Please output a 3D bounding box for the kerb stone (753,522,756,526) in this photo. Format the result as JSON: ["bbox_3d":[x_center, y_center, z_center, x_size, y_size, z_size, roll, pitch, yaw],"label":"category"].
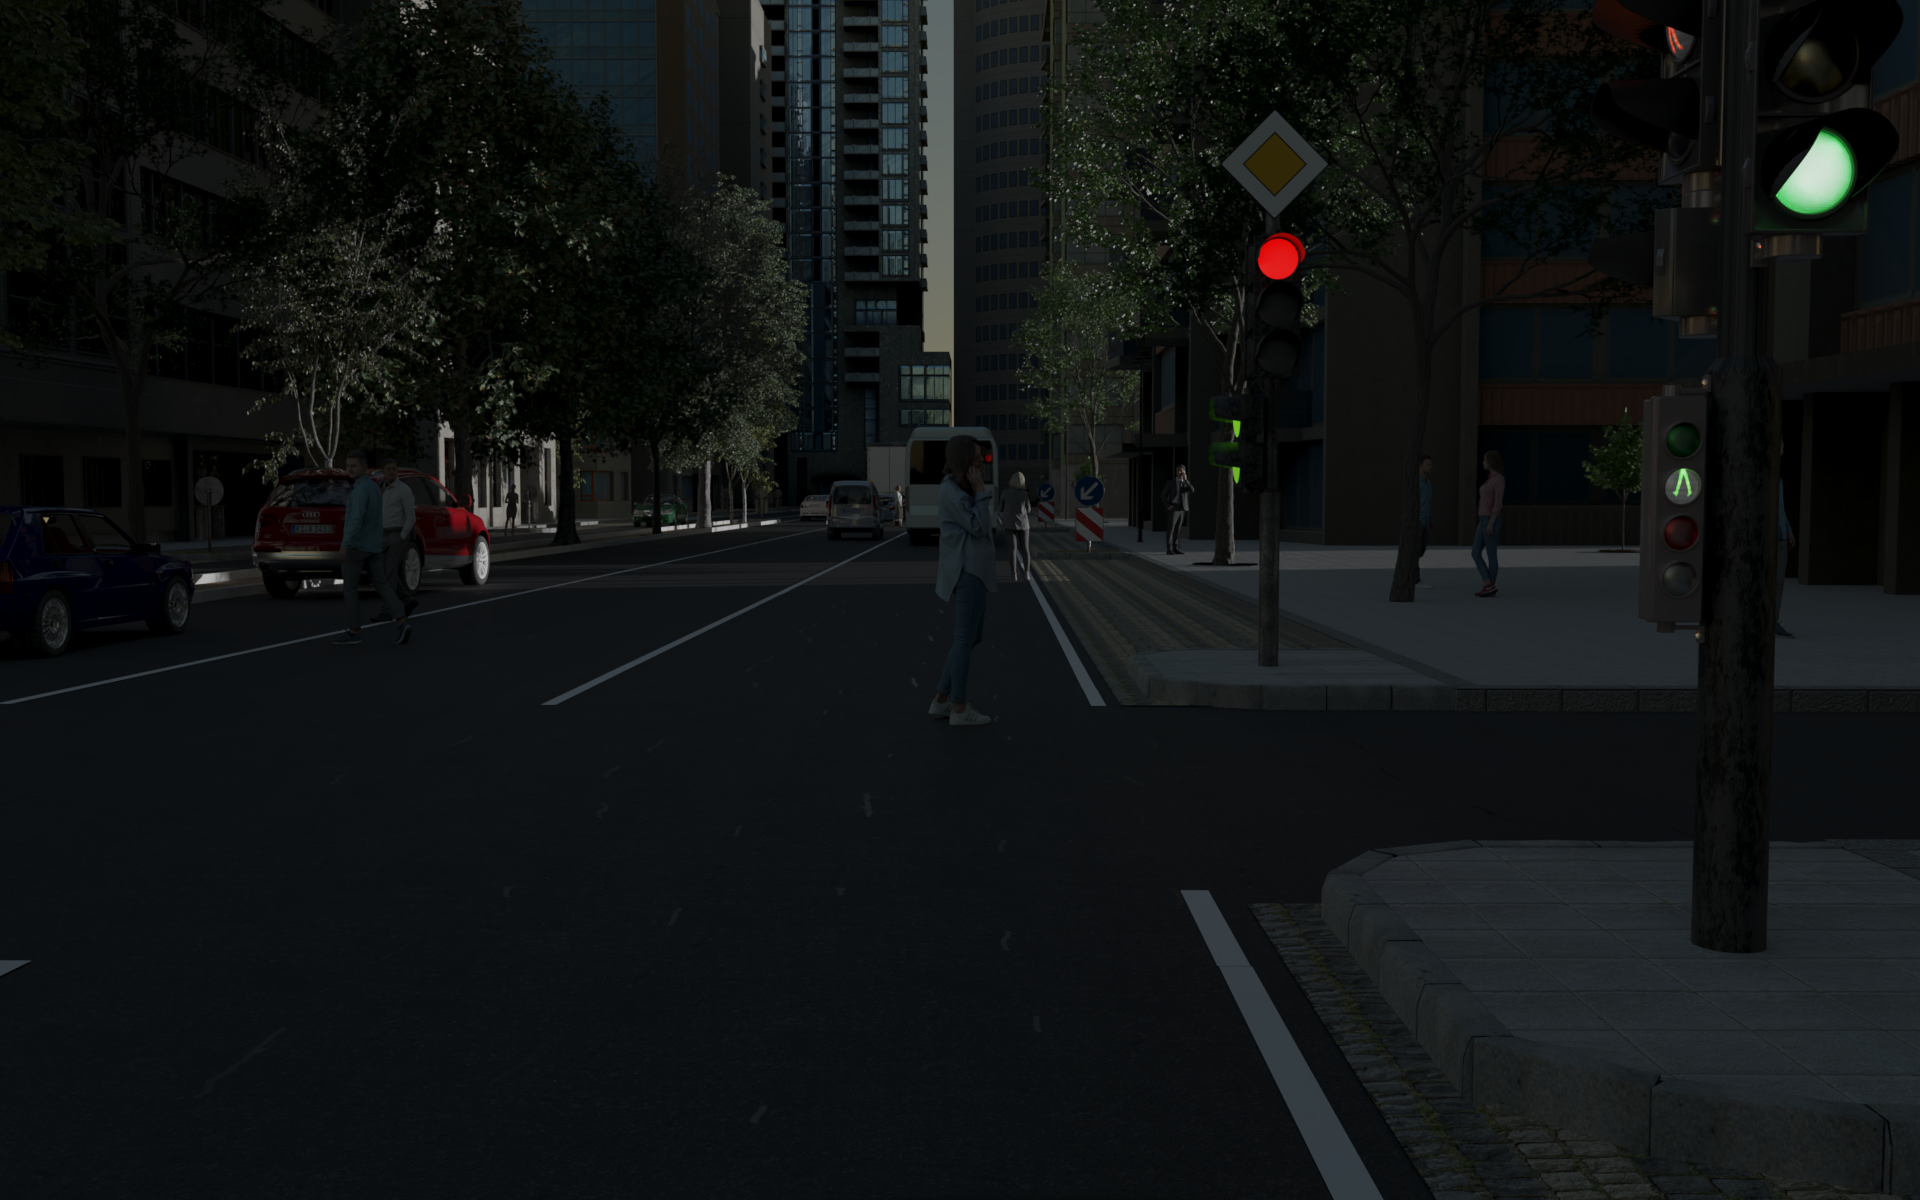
[{"bbox_3d":[-9.265,-3.334,76.704,0.120,0.150,1.000,0,4,1],"label":"kerb stone"}]

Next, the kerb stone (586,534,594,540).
[{"bbox_3d":[-11.709,-1.952,54.149,0.120,0.150,1.000,0,4,1],"label":"kerb stone"}]

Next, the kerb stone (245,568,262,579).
[{"bbox_3d":[-12.093,-0.452,29.580,0.120,0.150,1.000,0,4,1],"label":"kerb stone"}]

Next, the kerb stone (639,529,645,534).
[{"bbox_3d":[-11.577,-2.456,62.354,0.120,0.150,1.000,0,4,1],"label":"kerb stone"}]

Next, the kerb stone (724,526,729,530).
[{"bbox_3d":[-9.390,-2.832,68.495,0.120,0.150,1.000,0,4,1],"label":"kerb stone"}]

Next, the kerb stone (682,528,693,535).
[{"bbox_3d":[-9.522,-2.325,60.280,0.120,0.150,1.000,0,4,1],"label":"kerb stone"}]

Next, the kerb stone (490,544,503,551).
[{"bbox_3d":[-11.859,-1.328,43.909,0.120,0.150,1.000,0,4,1],"label":"kerb stone"}]

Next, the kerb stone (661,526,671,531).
[{"bbox_3d":[-11.512,-2.769,67.467,0.120,0.150,1.000,0,4,1],"label":"kerb stone"}]

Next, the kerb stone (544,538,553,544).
[{"bbox_3d":[-11.787,-1.640,49.031,0.120,0.150,1.000,0,4,1],"label":"kerb stone"}]

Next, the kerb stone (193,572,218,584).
[{"bbox_3d":[-12.113,-0.327,27.535,0.120,0.150,1.000,0,4,1],"label":"kerb stone"}]

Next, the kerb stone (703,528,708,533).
[{"bbox_3d":[-9.467,-2.517,63.351,0.120,0.150,1.000,0,4,1],"label":"kerb stone"}]

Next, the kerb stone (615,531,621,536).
[{"bbox_3d":[-11.648,-2.205,58.250,0.120,0.150,1.000,0,4,1],"label":"kerb stone"}]

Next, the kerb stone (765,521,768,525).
[{"bbox_3d":[-9.214,-3.582,80.823,0.120,0.150,1.000,0,4,1],"label":"kerb stone"}]

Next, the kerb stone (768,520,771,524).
[{"bbox_3d":[-9.193,-3.649,81.854,0.120,0.150,1.000,0,4,1],"label":"kerb stone"}]

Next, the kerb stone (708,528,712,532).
[{"bbox_3d":[-9.461,-2.580,64.380,0.120,0.150,1.000,0,4,1],"label":"kerb stone"}]

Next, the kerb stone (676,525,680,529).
[{"bbox_3d":[-11.476,-2.895,69.531,0.120,0.150,1.000,0,4,1],"label":"kerb stone"}]

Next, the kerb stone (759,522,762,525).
[{"bbox_3d":[-9.238,-3.460,78.762,0.120,0.150,1.000,0,4,1],"label":"kerb stone"}]

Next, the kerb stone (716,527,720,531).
[{"bbox_3d":[-9.424,-2.704,66.435,0.120,0.150,1.000,0,4,1],"label":"kerb stone"}]

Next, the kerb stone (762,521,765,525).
[{"bbox_3d":[-9.222,-3.520,79.801,0.120,0.150,1.000,0,4,1],"label":"kerb stone"}]

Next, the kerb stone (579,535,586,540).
[{"bbox_3d":[-11.725,-1.892,53.126,0.120,0.150,1.000,0,4,1],"label":"kerb stone"}]

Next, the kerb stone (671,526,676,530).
[{"bbox_3d":[-11.488,-2.832,68.497,0.120,0.150,1.000,0,4,1],"label":"kerb stone"}]

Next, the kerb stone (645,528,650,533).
[{"bbox_3d":[-11.576,-2.519,63.377,0.120,0.150,1.000,0,4,1],"label":"kerb stone"}]

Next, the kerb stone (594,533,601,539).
[{"bbox_3d":[-11.694,-2.013,55.174,0.120,0.150,1.000,0,4,1],"label":"kerb stone"}]

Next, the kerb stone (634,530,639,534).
[{"bbox_3d":[-11.603,-2.393,61.328,0.120,0.150,1.000,0,4,1],"label":"kerb stone"}]

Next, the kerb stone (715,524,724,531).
[{"bbox_3d":[-9.413,-2.769,67.469,0.120,0.150,1.000,0,4,1],"label":"kerb stone"}]

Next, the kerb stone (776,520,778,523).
[{"bbox_3d":[-9.145,-3.836,84.921,0.120,0.150,1.000,0,4,1],"label":"kerb stone"}]

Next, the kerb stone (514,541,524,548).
[{"bbox_3d":[-11.833,-1.453,45.953,0.120,0.150,1.000,0,4,1],"label":"kerb stone"}]

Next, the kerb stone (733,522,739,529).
[{"bbox_3d":[-9.350,-3.019,71.562,0.120,0.150,1.000,0,4,1],"label":"kerb stone"}]

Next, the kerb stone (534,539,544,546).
[{"bbox_3d":[-11.801,-1.579,48.009,0.120,0.150,1.000,0,4,1],"label":"kerb stone"}]

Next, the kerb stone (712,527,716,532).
[{"bbox_3d":[-9.439,-2.643,65.408,0.120,0.150,1.000,0,4,1],"label":"kerb stone"}]

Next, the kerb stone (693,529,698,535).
[{"bbox_3d":[-9.502,-2.392,61.306,0.120,0.150,1.000,0,4,1],"label":"kerb stone"}]

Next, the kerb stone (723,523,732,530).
[{"bbox_3d":[-9.381,-2.894,69.518,0.120,0.150,1.000,0,4,1],"label":"kerb stone"}]

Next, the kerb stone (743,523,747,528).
[{"bbox_3d":[-9.309,-3.145,73.612,0.120,0.150,1.000,0,4,1],"label":"kerb stone"}]

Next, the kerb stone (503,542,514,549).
[{"bbox_3d":[-11.844,-1.387,44.931,0.120,0.150,1.000,0,4,1],"label":"kerb stone"}]

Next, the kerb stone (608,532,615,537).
[{"bbox_3d":[-11.663,-2.143,57.228,0.120,0.150,1.000,0,4,1],"label":"kerb stone"}]

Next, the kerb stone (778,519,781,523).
[{"bbox_3d":[-9.136,-3.893,85.945,0.120,0.150,1.000,0,4,1],"label":"kerb stone"}]

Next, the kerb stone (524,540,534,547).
[{"bbox_3d":[-11.819,-1.516,46.976,0.120,0.150,1.000,0,4,1],"label":"kerb stone"}]

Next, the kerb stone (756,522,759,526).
[{"bbox_3d":[-9.263,-3.397,77.730,0.120,0.150,1.000,0,4,1],"label":"kerb stone"}]

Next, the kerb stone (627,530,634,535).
[{"bbox_3d":[-11.614,-2.331,60.305,0.120,0.150,1.000,0,4,1],"label":"kerb stone"}]

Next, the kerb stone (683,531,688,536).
[{"bbox_3d":[-9.534,-2.264,59.258,0.120,0.150,1.000,0,4,1],"label":"kerb stone"}]

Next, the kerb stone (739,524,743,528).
[{"bbox_3d":[-9.330,-3.082,72.585,0.120,0.150,1.000,0,4,1],"label":"kerb stone"}]

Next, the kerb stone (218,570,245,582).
[{"bbox_3d":[-12.099,-0.389,28.557,0.120,0.150,1.000,0,4,1],"label":"kerb stone"}]

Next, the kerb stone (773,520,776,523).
[{"bbox_3d":[-9.162,-3.773,83.899,0.120,0.150,1.000,0,4,1],"label":"kerb stone"}]

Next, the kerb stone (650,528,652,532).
[{"bbox_3d":[-11.552,-2.581,64.399,0.120,0.150,1.000,0,4,1],"label":"kerb stone"}]

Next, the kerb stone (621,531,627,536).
[{"bbox_3d":[-11.631,-2.262,59.272,0.120,0.150,1.000,0,4,1],"label":"kerb stone"}]

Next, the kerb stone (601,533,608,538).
[{"bbox_3d":[-11.685,-2.080,56.206,0.120,0.150,1.000,0,4,1],"label":"kerb stone"}]

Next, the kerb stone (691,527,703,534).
[{"bbox_3d":[-9.483,-2.453,62.328,0.120,0.150,1.000,0,4,1],"label":"kerb stone"}]

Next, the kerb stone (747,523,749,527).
[{"bbox_3d":[-9.310,-3.208,74.643,0.120,0.150,1.000,0,4,1],"label":"kerb stone"}]

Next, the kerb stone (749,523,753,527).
[{"bbox_3d":[-9.288,-3.270,75.674,0.120,0.150,1.000,0,4,1],"label":"kerb stone"}]

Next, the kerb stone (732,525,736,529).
[{"bbox_3d":[-9.355,-2.957,70.540,0.120,0.150,1.000,0,4,1],"label":"kerb stone"}]

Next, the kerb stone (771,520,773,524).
[{"bbox_3d":[-9.185,-3.711,82.876,0.120,0.150,1.000,0,4,1],"label":"kerb stone"}]
